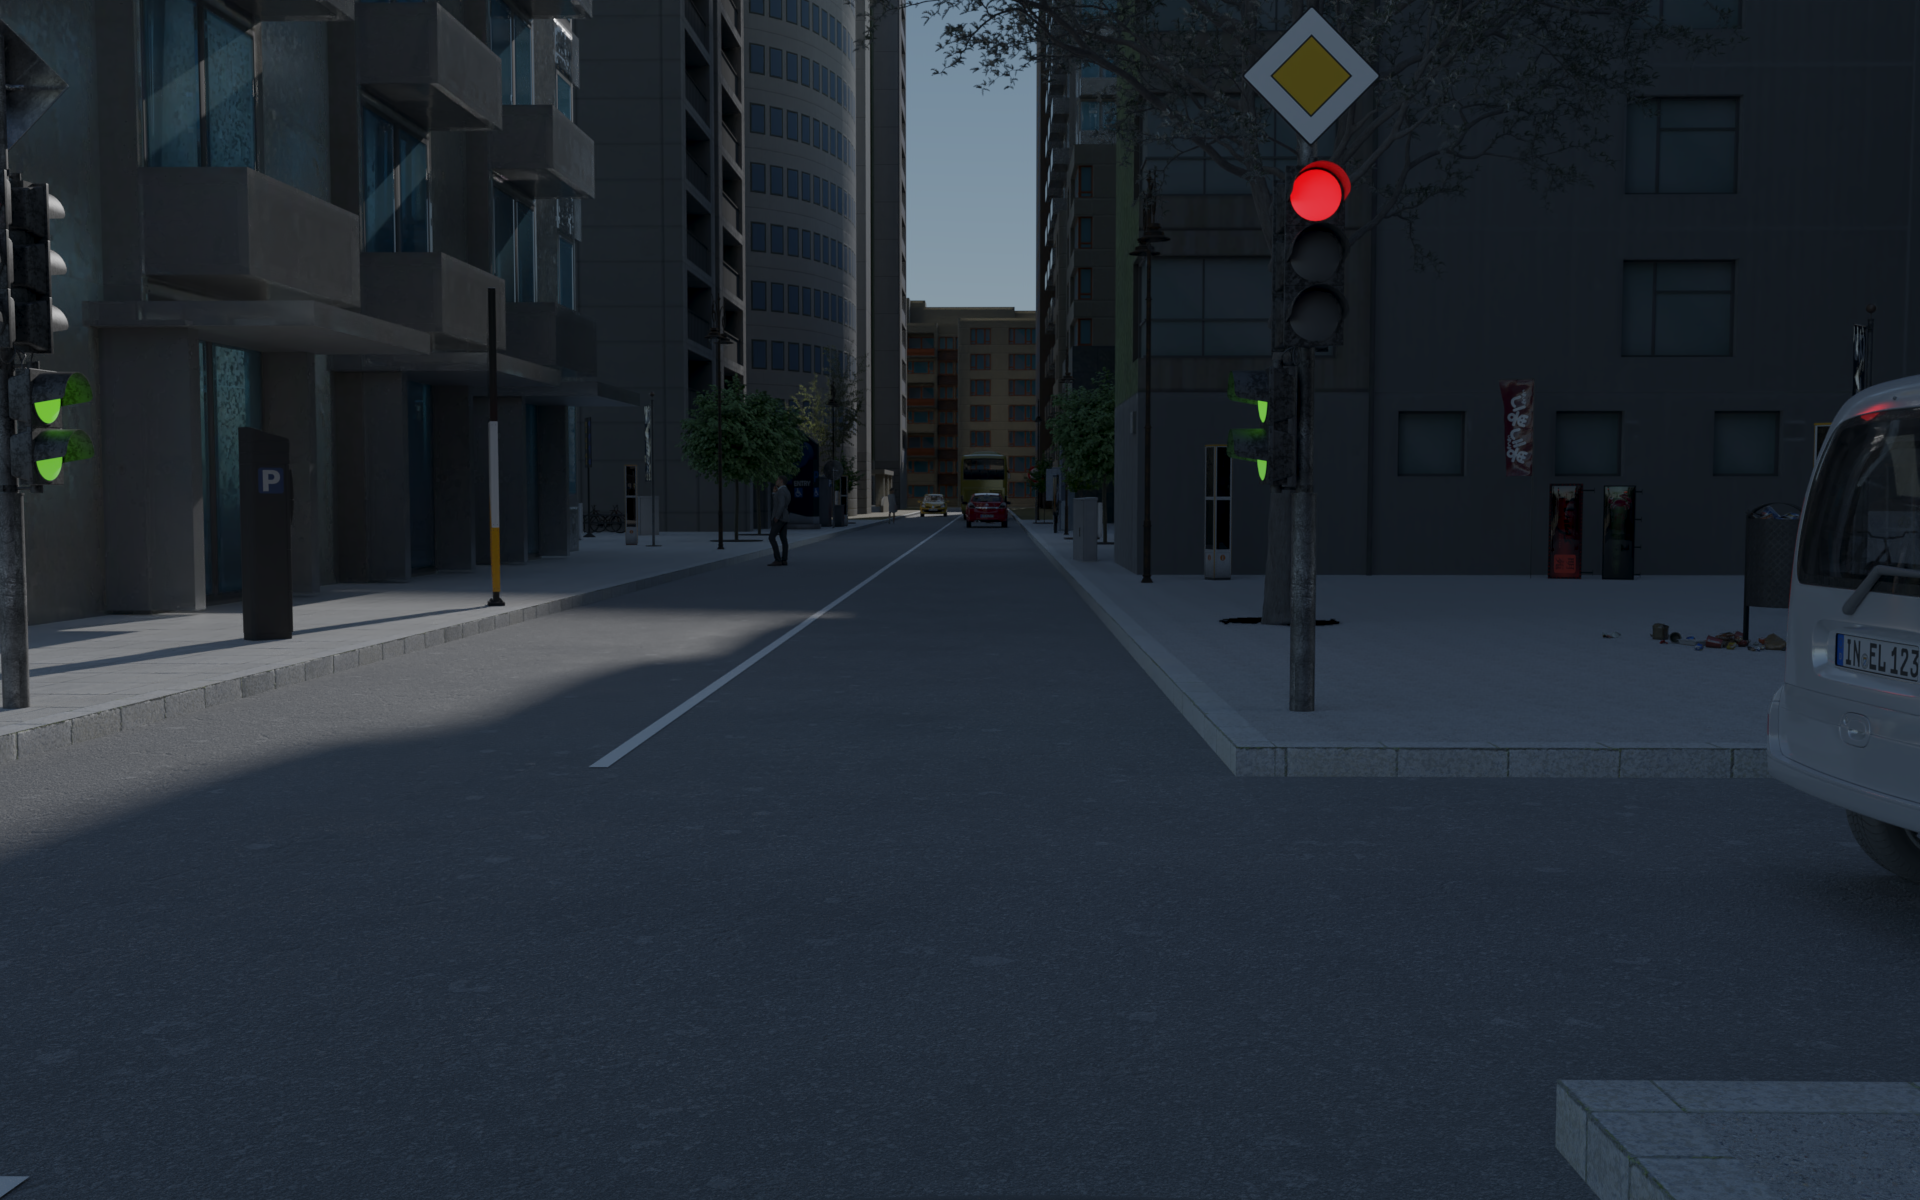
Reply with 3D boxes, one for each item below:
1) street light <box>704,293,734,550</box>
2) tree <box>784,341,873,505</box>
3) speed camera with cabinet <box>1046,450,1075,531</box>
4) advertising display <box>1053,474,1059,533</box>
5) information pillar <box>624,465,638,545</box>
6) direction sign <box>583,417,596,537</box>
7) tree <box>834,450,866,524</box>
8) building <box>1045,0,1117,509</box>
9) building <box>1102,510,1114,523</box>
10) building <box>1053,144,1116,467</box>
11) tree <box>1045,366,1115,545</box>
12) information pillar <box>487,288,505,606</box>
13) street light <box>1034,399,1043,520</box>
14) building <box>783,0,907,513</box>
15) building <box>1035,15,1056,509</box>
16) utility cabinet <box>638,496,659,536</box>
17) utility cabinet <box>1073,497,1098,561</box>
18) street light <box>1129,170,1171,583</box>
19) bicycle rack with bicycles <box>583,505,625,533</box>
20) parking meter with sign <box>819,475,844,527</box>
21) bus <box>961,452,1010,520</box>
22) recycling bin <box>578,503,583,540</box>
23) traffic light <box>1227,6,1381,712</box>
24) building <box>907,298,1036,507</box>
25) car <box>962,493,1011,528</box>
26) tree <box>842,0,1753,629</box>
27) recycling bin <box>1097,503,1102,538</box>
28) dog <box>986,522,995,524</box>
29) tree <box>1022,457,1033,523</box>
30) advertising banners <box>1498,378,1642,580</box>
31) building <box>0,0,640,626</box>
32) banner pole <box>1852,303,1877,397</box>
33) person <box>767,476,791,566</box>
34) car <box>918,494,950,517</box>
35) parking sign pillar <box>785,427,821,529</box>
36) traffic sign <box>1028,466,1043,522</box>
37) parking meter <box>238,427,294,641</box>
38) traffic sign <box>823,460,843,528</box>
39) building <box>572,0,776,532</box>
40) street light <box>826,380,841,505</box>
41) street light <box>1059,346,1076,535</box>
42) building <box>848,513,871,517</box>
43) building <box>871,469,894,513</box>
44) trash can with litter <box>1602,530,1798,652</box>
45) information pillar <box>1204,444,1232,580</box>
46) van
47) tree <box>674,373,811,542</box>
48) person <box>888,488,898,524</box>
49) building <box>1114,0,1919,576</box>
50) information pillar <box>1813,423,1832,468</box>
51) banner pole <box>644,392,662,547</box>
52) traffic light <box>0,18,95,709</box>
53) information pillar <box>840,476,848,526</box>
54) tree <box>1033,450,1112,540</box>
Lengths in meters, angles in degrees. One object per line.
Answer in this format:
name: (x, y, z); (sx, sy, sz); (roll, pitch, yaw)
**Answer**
street light: (-5.543, -4.108, 39.955); (0.468, 5.910, 1.993); (0, 4, 1)
tree: (-6.037, -8.096, 82.731); (4.360, 8.622, 3.978); (0, 3, 0)
speed camera with cabinet: (3.514, -4.056, 60.647); (0.660, 3.252, 2.038); (1, 4, 17)
advertising display: (3.170, -3.181, 57.228); (0.123, 1.923, 0.974); (1, 4, 8)
information pillar: (-8.253, -2.386, 43.501); (0.304, 2.012, 0.304); (0, 4, -8)
direction sign: (-11.001, -3.626, 51.290); (0.379, 3.537, 0.876); (-1, 4, -23)
tree: (-5.098, -4.934, 75.273); (1.663, 3.219, 1.824); (0, 3, 0)
building: (17.746, -31.191, 129.582); (23.786, 49.044, 30.456); (0, 4, 1)
building: (15.939, -46.183, 67.765); (22.319, 86.520, 31.000); (0, 4, 1)
building: (19.731, -15.595, 100.017); (27.650, 21.520, 28.899); (0, 4, 1)
tree: (3.798, -3.720, 44.535); (4.285, 4.588, 4.351); (0, 3, 0)
information pillar: (-5.375, -1.749, 19.948); (0.183, 3.616, 0.504); (-1, 4, -17)
street light: (3.809, -6.820, 84.289); (0.468, 5.910, 1.993); (0, 4, 1)
building: (-18.838, -37.136, 149.177); (28.212, 58.520, 21.231); (0, 4, 1)
building: (13.743, -30.700, 152.060); (14.600, 45.320, 14.200); (0, 4, 1)
utility cabinet: (-9.778, -2.616, 53.932); (0.306, 1.237, 1.020); (2, 4, 24)
utility cabinet: (2.409, -1.364, 33.463); (0.306, 1.237, 1.020); (0, 4, -7)
street light: (2.705, -3.186, 24.880); (0.468, 5.910, 1.993); (0, 4, 1)
bicycle rack with bicycles: (-11.699, -2.667, 56.988); (2.925, 0.926, 2.852); (0, 4, -6)
parking meter with sign: (-5.379, -4.362, 67.585); (1.738, 3.016, 0.543); (1, 4, 17)
bus: (1.457, -6.625, 99.870); (2.896, 3.916, 12.252); (0, 4, 2)
recycling bin: (-10.884, -2.179, 48.179); (0.722, 1.027, 0.722); (-1, 4, -8)
traffic light: (2.009, -1.299, 10.156); (0.839, 4.253, 0.868); (0, 4, 1)
building: (-5.439, -20.720, 183.812); (28.899, 21.520, 27.650); (0, 4, 1)
car: (1.151, -4.039, 75.081); (2.155, 1.783, 4.494); (0, 4, 0)
tree: (3.215, -6.494, 16.551); (12.009, 13.543, 11.850); (0, 3, 0)
recycling bin: (3.810, -2.366, 51.241); (0.722, 1.027, 0.722); (1, 4, 13)
dog: (1.502, -3.927, 84.400); (0.550, 0.427, 0.748); (1, 4, 10)
tree: (3.524, -4.919, 75.025); (1.663, 3.219, 1.824); (0, 3, 0)
advertising banners: (9.163, -1.828, 26.072); (2.074, 3.025, 0.090); (1, 4, 20)
building: (-18.418, -24.798, 25.054); (23.786, 49.044, 30.456); (0, 4, 1)
banner pole: (11.805, -1.999, 22.695); (0.863, 3.779, 0.401); (-3, 5, -44)
person: (-3.620, -1.587, 34.630); (0.473, 1.802, 0.592); (1, 4, 23)
car: (-1.666, -6.123, 110.327); (2.015, 1.641, 3.980); (0, 4, 1)
parking sign pillar: (-5.805, -4.578, 63.317); (1.447, 3.967, 1.447); (2, 4, 27)
traffic sign: (3.399, -4.724, 77.341); (0.768, 2.556, 0.104); (0, 4, 4)
parking meter: (-6.107, -0.585, 15.273); (0.255, 1.863, 0.399); (3, 5, 45)
traffic sign: (-4.746, -3.960, 64.852); (0.768, 2.556, 0.104); (0, 4, 7)
building: (-17.137, -38.464, 67.144); (20.563, 71.187, 20.611); (0, 4, 1)
street light: (-5.071, -5.908, 69.377); (0.468, 5.910, 1.993); (0, 4, 1)
street light: (3.345, -4.985, 54.298); (0.468, 5.910, 1.993); (0, 4, 1)
building: (-16.621, -34.069, 99.028); (21.231, 58.520, 28.212); (0, 4, 1)
building: (-21.277, -26.551, 125.992); (32.217, 40.220, 23.993); (0, 4, 1)
trash can with litter: (6.622, -0.225, 14.743); (1.678, 1.210, 2.233); (-3, 4, -37)
information pillar: (3.853, -1.306, 25.840); (0.304, 2.012, 0.304); (-1, 4, -22)
van: (4.950, 0.085, 5.629); (4.112, 2.044, 2.013); (0, 4, 1)
tree: (-6.035, -3.858, 46.797); (4.285, 4.588, 4.351); (0, 3, 0)
person: (-3.211, -4.452, 82.040); (0.466, 1.731, 0.760); (0, 4, 7)
building: (9.950, -21.366, 32.930); (14.154, 41.232, 14.086); (0, 4, 1)
information pillar: (9.035, -0.821, 17.918); (0.304, 2.012, 0.304); (-2, 4, -34)
banner pole: (-7.619, -3.214, 42.566); (0.401, 3.779, 0.863); (-2, 4, -27)
traffic light: (-5.651, -1.307, 10.283); (0.839, 4.253, 0.868); (0, 4, 1)
information pillar: (-4.603, -3.931, 68.763); (0.304, 2.012, 0.304); (0, 4, 0)
tree: (3.355, -3.321, 48.904); (1.663, 3.219, 1.824); (0, 3, 0)
